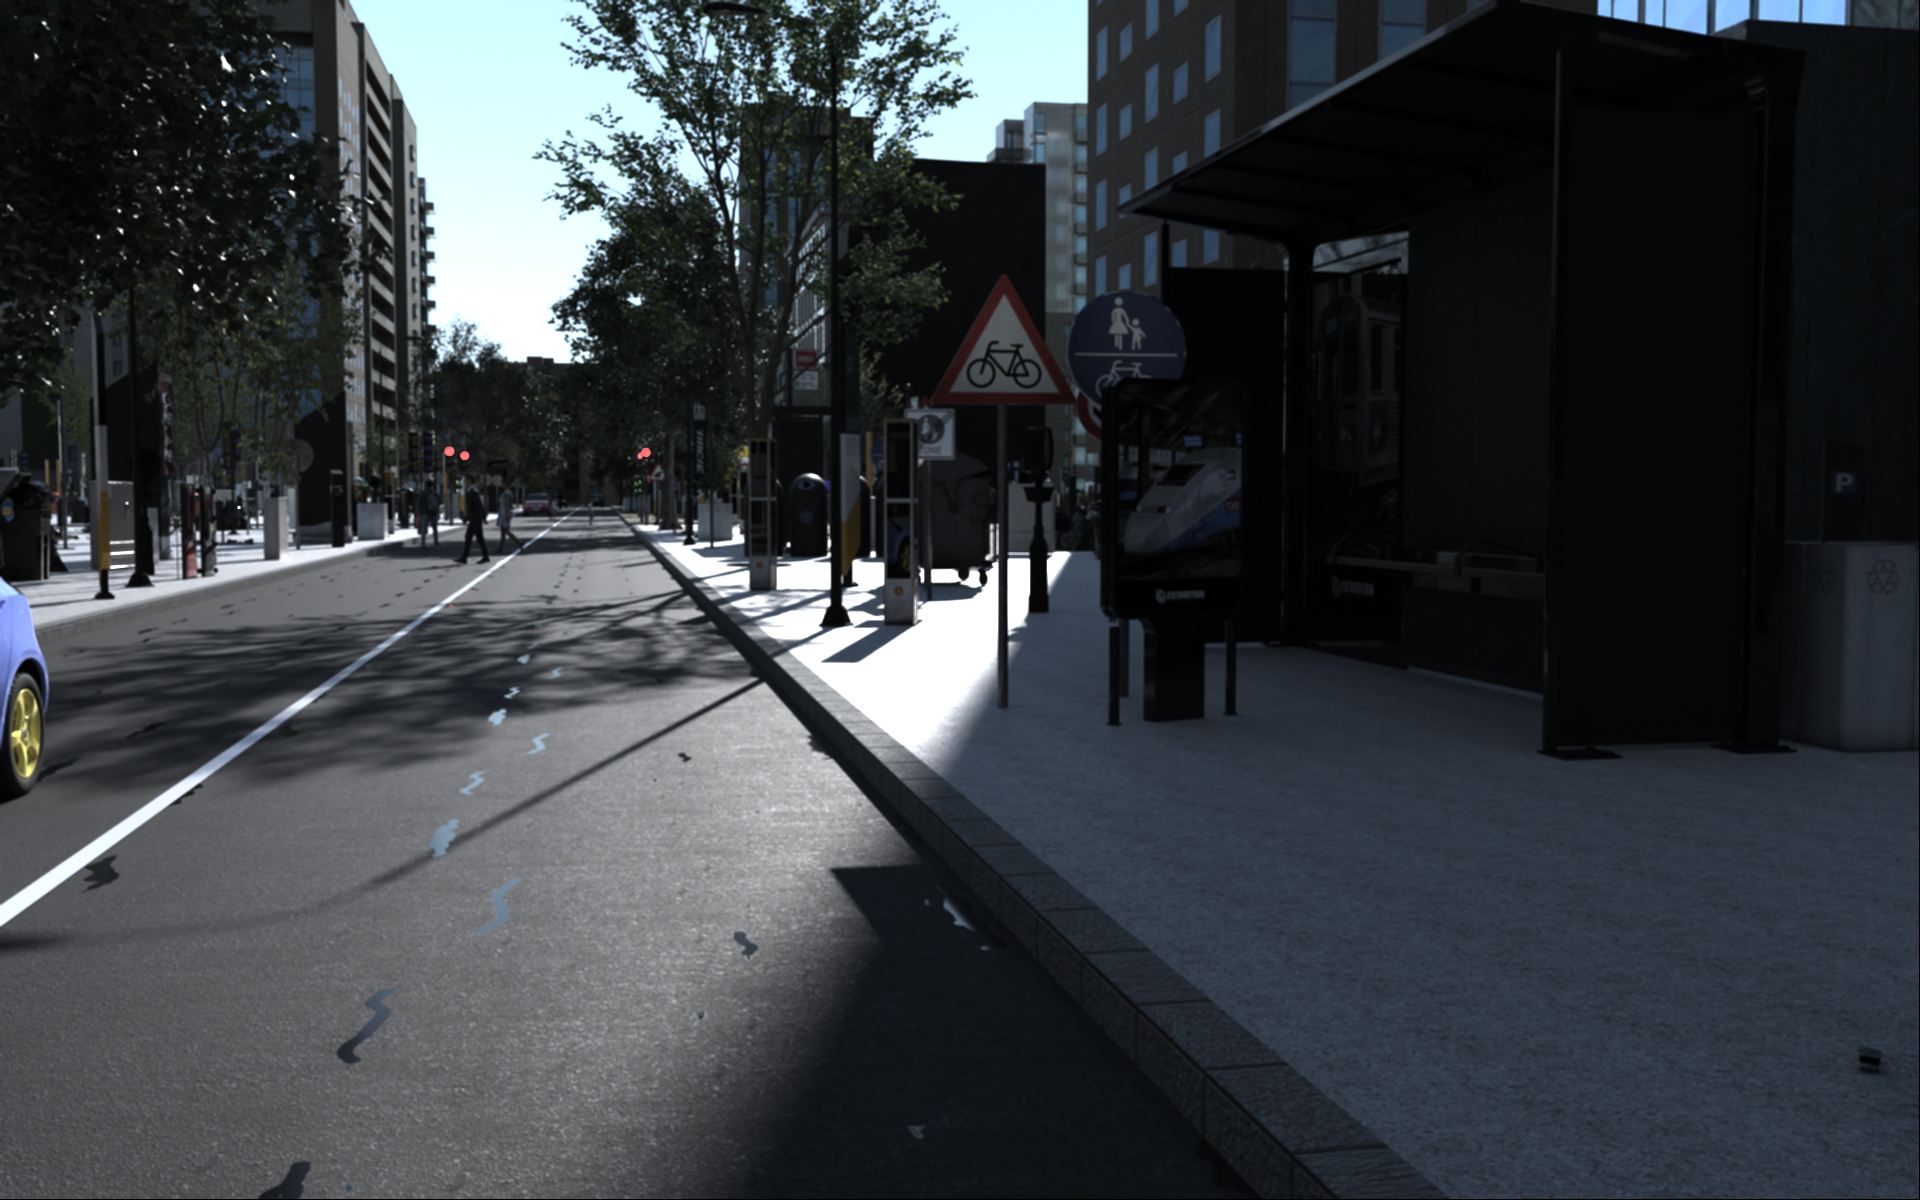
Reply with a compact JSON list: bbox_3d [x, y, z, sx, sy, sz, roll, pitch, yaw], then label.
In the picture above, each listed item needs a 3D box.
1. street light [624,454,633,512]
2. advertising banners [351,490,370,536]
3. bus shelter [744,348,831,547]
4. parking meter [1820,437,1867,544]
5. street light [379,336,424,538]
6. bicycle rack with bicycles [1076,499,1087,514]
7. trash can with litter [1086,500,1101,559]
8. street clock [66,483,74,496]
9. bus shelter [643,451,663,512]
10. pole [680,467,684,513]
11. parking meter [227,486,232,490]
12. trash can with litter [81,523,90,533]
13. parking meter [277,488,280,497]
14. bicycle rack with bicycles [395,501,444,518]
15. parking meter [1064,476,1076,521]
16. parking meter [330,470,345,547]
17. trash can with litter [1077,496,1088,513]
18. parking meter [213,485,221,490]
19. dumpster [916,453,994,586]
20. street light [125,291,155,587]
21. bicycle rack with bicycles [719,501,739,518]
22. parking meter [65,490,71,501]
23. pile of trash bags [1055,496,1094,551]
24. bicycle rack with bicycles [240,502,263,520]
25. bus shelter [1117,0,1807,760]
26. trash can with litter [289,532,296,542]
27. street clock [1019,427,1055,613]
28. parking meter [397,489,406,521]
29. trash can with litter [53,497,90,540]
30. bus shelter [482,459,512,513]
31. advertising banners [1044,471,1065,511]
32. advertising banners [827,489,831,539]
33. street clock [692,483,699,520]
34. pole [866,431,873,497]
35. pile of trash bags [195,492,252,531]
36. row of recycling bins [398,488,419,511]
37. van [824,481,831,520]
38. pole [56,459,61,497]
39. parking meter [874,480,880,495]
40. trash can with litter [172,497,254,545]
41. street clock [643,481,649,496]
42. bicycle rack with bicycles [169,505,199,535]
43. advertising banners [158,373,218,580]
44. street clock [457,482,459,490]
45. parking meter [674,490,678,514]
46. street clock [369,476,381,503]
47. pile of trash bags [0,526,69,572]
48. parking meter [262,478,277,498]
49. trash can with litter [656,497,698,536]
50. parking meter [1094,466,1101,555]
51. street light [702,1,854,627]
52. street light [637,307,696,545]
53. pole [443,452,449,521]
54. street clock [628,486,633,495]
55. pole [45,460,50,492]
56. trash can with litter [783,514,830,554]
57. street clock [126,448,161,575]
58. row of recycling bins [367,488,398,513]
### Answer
[{"bbox_3d":[-12.938,-6.008,70.772,1.470,5.913,1.316,-1,4,-12],"label":"street light"},{"bbox_3d":[-18.891,-3.431,52.291,2.074,3.025,0.090,-2,4,-32],"label":"advertising banners"},{"bbox_3d":[-4.444,-4.144,45.391,2.179,5.291,8.768,-1,4,-12],"label":"bus shelter"},{"bbox_3d":[9.121,-0.746,17.901,0.399,1.863,0.255,1,4,20],"label":"parking meter"},{"bbox_3d":[-16.448,-4.796,50.961,1.470,5.913,1.316,-1,4,-12],"label":"street light"},{"bbox_3d":[9.407,-6.675,122.524,2.925,0.926,2.852,2,4,33],"label":"bicycle rack with bicycles"},{"bbox_3d":[2.967,-1.392,34.141,0.624,1.170,1.055,2,4,29],"label":"trash can with litter"},{"bbox_3d":[-57.291,-6.542,111.529,0.471,2.002,0.358,2,4,26],"label":"street clock"},{"bbox_3d":[-21.199,-8.760,120.853,2.179,5.291,8.768,-1,4,-12],"label":"bus shelter"},{"bbox_3d":[-19.137,-7.674,119.312,0.158,3.312,0.155,0,3,0],"label":"pole"},{"bbox_3d":[-49.808,-6.884,118.269,0.399,1.863,0.255,0,4,7],"label":"parking meter"},{"bbox_3d":[-28.617,-2.823,57.542,0.624,1.170,1.055,1,4,21],"label":"trash can with litter"},{"bbox_3d":[-29.688,-4.091,75.293,0.372,1.533,0.369,0,3,0],"label":"parking meter"},{"bbox_3d":[-29.777,-4.984,94.875,2.925,0.926,2.852,3,5,42],"label":"bicycle rack with bicycles"},{"bbox_3d":[3.574,-3.082,56.109,0.255,1.863,0.399,-2,4,-26],"label":"parking meter"},{"bbox_3d":[-15.069,-2.214,41.912,0.255,1.863,0.399,-2,4,-28],"label":"parking meter"},{"bbox_3d":[7.750,-6.097,110.750,1.678,1.210,2.233,2,4,30],"label":"trash can with litter"},{"bbox_3d":[-46.658,-6.305,108.802,0.255,1.863,0.399,3,4,36],"label":"parking meter"},{"bbox_3d":[-0.273,-1.166,24.828,1.264,1.857,1.865,-1,4,-12],"label":"dumpster"},{"bbox_3d":[-10.825,-3.142,23.906,1.470,5.913,1.316,-1,4,-12],"label":"street light"},{"bbox_3d":[-12.313,-4.936,94.090,2.925,0.926,2.852,-2,4,-34],"label":"bicycle rack with bicycles"},{"bbox_3d":[-53.975,-5.897,104.834,0.372,1.533,0.369,0,3,0],"label":"parking meter"},{"bbox_3d":[2.599,-1.877,40.438,1.912,1.369,3.447,-2,4,-24],"label":"pile of trash bags"},{"bbox_3d":[-34.951,-4.314,83.909,2.852,0.926,2.925,-3,5,-45],"label":"bicycle rack with bicycles"},{"bbox_3d":[2.751,-1.232,11.434,1.731,3.624,6.357,-1,4,-12],"label":"bus shelter"},{"bbox_3d":[-17.373,-2.132,46.250,1.055,1.170,0.624,0,4,-5],"label":"trash can with litter"},{"bbox_3d":[0.854,-0.869,18.778,0.358,2.002,0.471,1,4,15],"label":"street clock"},{"bbox_3d":[-26.315,-4.478,81.632,0.372,1.533,0.369,0,3,0],"label":"parking meter"},{"bbox_3d":[-25.468,-2.306,48.762,1.678,1.210,2.233,-1,4,-18],"label":"trash can with litter"},{"bbox_3d":[-31.786,-7.817,119.091,1.731,3.624,6.357,-1,4,-12],"label":"bus shelter"},{"bbox_3d":[3.454,-4.150,64.048,0.090,3.025,2.074,2,4,34],"label":"advertising banners"},{"bbox_3d":[-3.907,-3.307,50.262,0.090,3.025,2.074,-1,4,-18],"label":"advertising banners"},{"bbox_3d":[-12.866,-4.887,84.471,0.358,2.002,0.471,1,4,20],"label":"street clock"},{"bbox_3d":[-2.958,-3.833,56.515,0.158,3.312,0.155,0,3,0],"label":"pole"},{"bbox_3d":[-26.365,-3.129,60.904,1.912,1.369,3.447,0,4,0],"label":"pile of trash bags"},{"bbox_3d":[-38.850,-6.934,120.481,3.534,1.692,1.069,1,4,14],"label":"row of recycling bins"},{"bbox_3d":[-6.277,-4.426,76.753,5.245,2.365,2.240,-1,4,-13],"label":"van"},{"bbox_3d":[-53.100,-6.619,102.070,0.158,3.312,0.155,0,3,0],"label":"pole"},{"bbox_3d":[-3.392,-4.058,72.061,0.255,1.863,0.399,1,4,13],"label":"parking meter"},{"bbox_3d":[-18.719,-2.021,44.106,2.233,1.210,1.678,1,4,11],"label":"trash can with litter"},{"bbox_3d":[-17.241,-5.544,95.212,0.358,2.002,0.471,0,4,-2],"label":"street clock"},{"bbox_3d":[-25.187,-2.531,54.762,2.925,0.926,2.852,1,4,23],"label":"bicycle rack with bicycles"},{"bbox_3d":[-11.668,-1.834,26.180,0.090,3.025,2.074,0,4,-4],"label":"advertising banners"},{"bbox_3d":[-30.142,-6.088,104.107,0.358,2.002,0.471,-2,4,-31],"label":"street clock"},{"bbox_3d":[-18.532,-6.385,112.803,0.372,1.533,0.369,0,3,0],"label":"parking meter"},{"bbox_3d":[-23.140,-3.918,68.631,0.471,2.002,0.358,1,4,22],"label":"street clock"},{"bbox_3d":[-15.549,-1.130,28.233,1.912,1.369,3.447,-1,4,-12],"label":"pile of trash bags"},{"bbox_3d":[-23.163,-3.206,58.128,0.255,1.863,0.399,3,5,42],"label":"parking meter"},{"bbox_3d":[-8.359,-2.608,53.701,1.678,1.210,2.233,-2,4,-31],"label":"trash can with litter"},{"bbox_3d":[3.024,-1.867,36.236,0.399,1.863,0.255,3,5,42],"label":"parking meter"},{"bbox_3d":[-1.736,-2.694,16.596,1.470,5.913,1.316,-1,4,-12],"label":"street light"},{"bbox_3d":[-7.345,-4.330,43.345,1.470,5.913,1.316,-1,4,-12],"label":"street light"},{"bbox_3d":[-24.766,-5.479,83.424,0.158,3.312,0.155,0,3,0],"label":"pole"},{"bbox_3d":[-27.692,-8.629,145.650,0.471,2.002,0.358,3,5,45],"label":"street clock"},{"bbox_3d":[-54.141,-6.665,102.819,0.158,3.312,0.155,0,3,0],"label":"pole"},{"bbox_3d":[-3.401,-1.645,37.947,1.678,1.210,2.233,2,4,34],"label":"trash can with litter"},{"bbox_3d":[-12.881,-1.394,27.370,0.471,2.002,0.358,-3,5,-41],"label":"street clock"},{"bbox_3d":[-37.783,-6.293,109.996,3.534,1.692,1.069,0,4,3],"label":"row of recycling bins"}]
